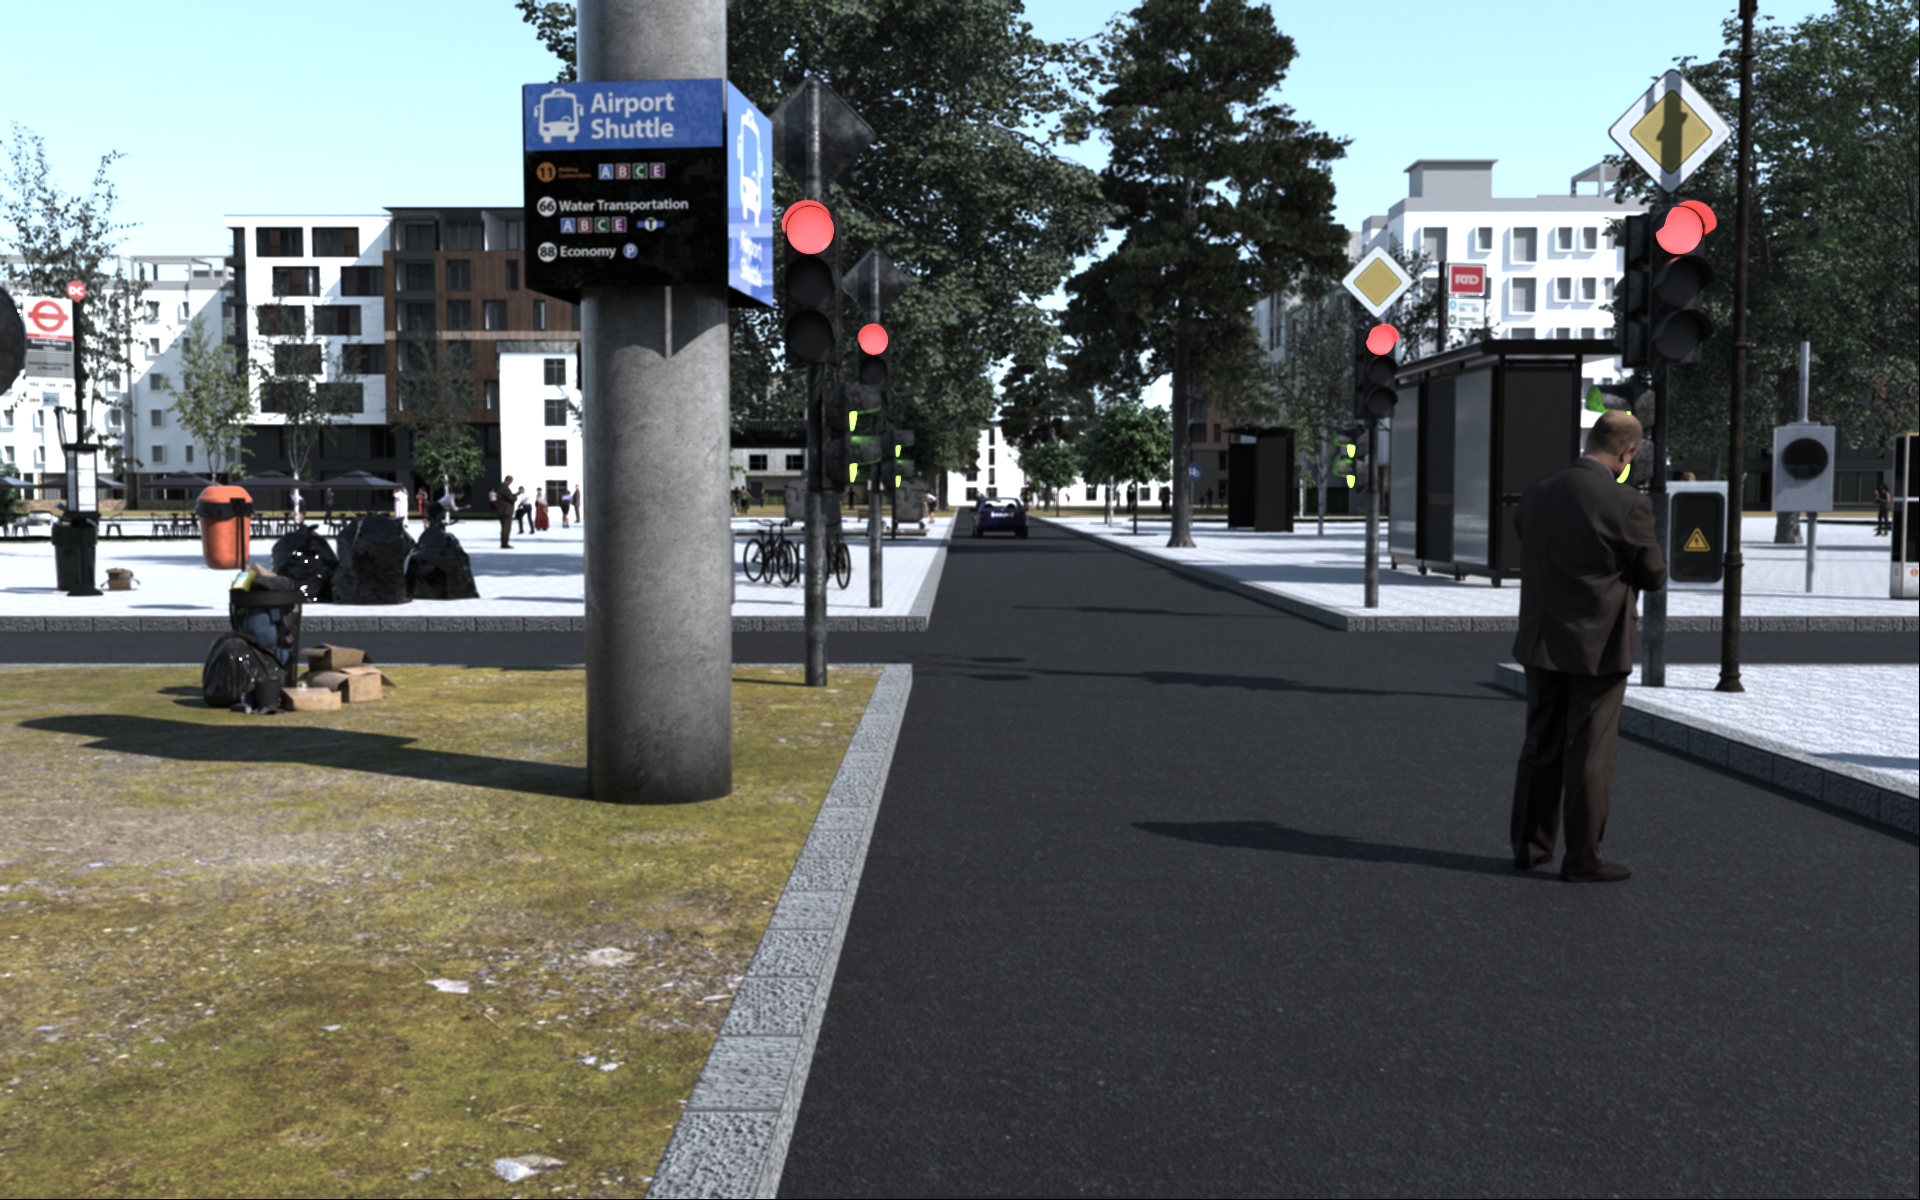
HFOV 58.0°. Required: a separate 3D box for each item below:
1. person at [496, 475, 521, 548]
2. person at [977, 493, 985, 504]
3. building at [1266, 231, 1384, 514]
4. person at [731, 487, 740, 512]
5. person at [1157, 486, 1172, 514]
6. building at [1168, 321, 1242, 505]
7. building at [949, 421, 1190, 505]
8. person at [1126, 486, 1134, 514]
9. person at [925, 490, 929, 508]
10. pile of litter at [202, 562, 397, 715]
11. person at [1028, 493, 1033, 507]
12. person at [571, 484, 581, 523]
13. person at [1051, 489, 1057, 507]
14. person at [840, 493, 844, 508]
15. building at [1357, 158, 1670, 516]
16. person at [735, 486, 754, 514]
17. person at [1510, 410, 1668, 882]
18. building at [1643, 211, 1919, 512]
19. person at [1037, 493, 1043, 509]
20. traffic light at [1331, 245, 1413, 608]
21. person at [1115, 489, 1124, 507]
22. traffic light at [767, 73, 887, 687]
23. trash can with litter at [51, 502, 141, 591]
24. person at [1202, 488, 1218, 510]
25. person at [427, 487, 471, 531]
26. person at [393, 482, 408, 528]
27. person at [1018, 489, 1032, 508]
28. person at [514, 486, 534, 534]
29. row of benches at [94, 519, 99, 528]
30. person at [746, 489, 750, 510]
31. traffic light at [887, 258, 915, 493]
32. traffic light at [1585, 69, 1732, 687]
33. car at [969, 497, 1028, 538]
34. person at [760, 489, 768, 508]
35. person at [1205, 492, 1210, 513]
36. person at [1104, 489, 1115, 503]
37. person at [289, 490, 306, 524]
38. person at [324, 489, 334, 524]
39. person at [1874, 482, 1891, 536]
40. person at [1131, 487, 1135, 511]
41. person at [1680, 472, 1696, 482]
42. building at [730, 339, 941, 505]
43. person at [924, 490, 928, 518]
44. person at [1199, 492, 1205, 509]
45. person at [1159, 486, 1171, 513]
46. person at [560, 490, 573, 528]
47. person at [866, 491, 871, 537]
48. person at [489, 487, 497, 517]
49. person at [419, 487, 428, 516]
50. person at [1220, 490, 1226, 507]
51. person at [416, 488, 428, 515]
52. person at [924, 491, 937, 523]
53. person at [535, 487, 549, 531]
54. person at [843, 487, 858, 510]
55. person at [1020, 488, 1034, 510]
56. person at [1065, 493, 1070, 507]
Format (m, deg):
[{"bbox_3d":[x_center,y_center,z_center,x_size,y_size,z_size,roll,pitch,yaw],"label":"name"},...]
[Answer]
[{"bbox_3d":[-10.649,-2.089,40.884,0.565,1.739,0.600,2,4,34],"label":"person"},{"bbox_3d":[1.087,-4.823,90.057,0.574,1.496,0.600,0,4,-5],"label":"person"},{"bbox_3d":[33.140,-15.809,124.928,16.747,18.905,31.486,0,3,0],"label":"building"},{"bbox_3d":[-15.701,-7.091,121.999,1.348,1.822,0.705,1,4,20],"label":"person"},{"bbox_3d":[13.391,-6.482,111.962,1.348,1.831,0.705,0,4,-8],"label":"person"},{"bbox_3d":[43.356,-22.473,211.415,32.646,21.610,27.936,0,3,0],"label":"building"},{"bbox_3d":[12.620,-15.902,202.149,28.070,9.664,9.099,0,3,0],"label":"building"},{"bbox_3d":[10.900,-6.463,111.338,0.705,1.869,1.348,1,4,18],"label":"person"},{"bbox_3d":[-3.086,-9.139,155.914,0.683,1.767,0.568,1,4,14],"label":"person"},{"bbox_3d":[-4.108,0.186,10.916,1.176,0.858,1.719,1,4,11],"label":"pile of litter"},{"bbox_3d":[6.984,-10.077,172.273,0.593,1.643,0.415,1,4,9],"label":"person"},{"bbox_3d":[-17.260,-4.359,77.870,0.434,1.755,0.990,0,4,-8],"label":"person"},{"bbox_3d":[9.133,-9.931,168.948,0.617,1.759,0.750,-1,4,-16],"label":"person"},{"bbox_3d":[-10.717,-9.078,155.382,0.541,1.710,0.530,1,4,22],"label":"person"},{"bbox_3d":[32.396,-15.112,103.499,16.016,20.091,11.380,0,3,0],"label":"building"},{"bbox_3d":[-14.139,-6.559,113.292,1.348,1.823,0.705,1,4,15],"label":"person"},{"bbox_3d":[2.367,0.163,6.525,0.565,1.739,0.600,2,4,29],"label":"person"},{"bbox_3d":[65.636,-17.993,138.156,32.646,21.610,27.936,0,3,0],"label":"building"},{"bbox_3d":[6.630,-8.394,143.149,0.599,1.838,0.709,0,4,5],"label":"person"},{"bbox_3d":[4.628,-1.848,19.456,0.839,4.213,0.868,0,3,0],"label":"traffic light"},{"bbox_3d":[15.632,-10.058,170.580,0.705,1.814,1.350,-2,4,-31],"label":"person"},{"bbox_3d":[-0.945,-1.359,11.463,0.839,4.213,0.868,0,3,0],"label":"traffic light"},{"bbox_3d":[-11.511,-0.714,23.064,1.055,1.170,0.624,-1,4,-22],"label":"trash can with litter"},{"bbox_3d":[20.226,-8.210,140.292,1.348,1.822,0.705,1,4,18],"label":"person"},{"bbox_3d":[-10.949,-1.698,36.991,0.628,1.438,0.799,3,4,37],"label":"person"},{"bbox_3d":[-21.299,-3.622,65.934,0.551,1.740,0.621,-2,4,-31],"label":"person"},{"bbox_3d":[6.169,-9.700,164.727,1.348,1.812,0.705,1,4,13],"label":"person"},{"bbox_3d":[-13.990,-2.896,55.598,0.590,1.554,0.614,0,4,7],"label":"person"},{"bbox_3d":[-30.422,-2.738,60.231,1.422,0.672,4.104,-2,4,-29],"label":"row of benches"},{"bbox_3d":[-17.733,-8.395,144.016,0.721,1.735,1.217,0,4,3],"label":"person"},{"bbox_3d":[-0.933,-1.847,19.448,0.839,4.213,0.868,0,3,0],"label":"traffic light"},{"bbox_3d":[4.616,-1.359,11.471,0.839,4.213,0.868,0,3,0],"label":"traffic light"},{"bbox_3d":[1.305,-2.750,57.547,1.945,1.354,3.894,0,4,-2],"label":"car"},{"bbox_3d":[-18.505,-9.602,163.564,0.750,1.759,0.617,-1,4,-14],"label":"person"},{"bbox_3d":[17.092,-6.717,119.095,0.599,1.433,0.991,1,4,10],"label":"person"},{"bbox_3d":[14.520,-9.885,168.378,1.217,1.736,0.721,2,4,35],"label":"person"},{"bbox_3d":[-26.644,-3.694,69.665,0.697,1.427,0.421,1,4,13],"label":"person"},{"bbox_3d":[-26.499,-4.024,72.753,0.530,1.710,0.541,0,4,-7],"label":"person"},{"bbox_3d":[28.102,-2.772,52.833,0.415,1.643,0.593,-2,4,-29],"label":"person"},{"bbox_3d":[12.947,-7.591,130.178,0.705,1.821,1.348,1,4,11],"label":"person"},{"bbox_3d":[10.774,-1.111,25.910,0.444,1.614,0.593,0,4,-1],"label":"person"},{"bbox_3d":[-17.270,-20.743,205.597,31.486,18.905,16.747,0,3,0],"label":"building"},{"bbox_3d":[-1.980,-5.262,94.132,0.516,1.574,0.319,-1,4,-18],"label":"person"},{"bbox_3d":[20.189,-8.302,144.969,0.628,1.438,0.799,0,4,-8],"label":"person"},{"bbox_3d":[14.177,-6.981,120.274,0.705,1.812,1.348,-2,4,-33],"label":"person"},{"bbox_3d":[-14.711,-3.392,64.728,0.421,1.427,0.697,0,4,5],"label":"person"},{"bbox_3d":[-2.594,-2.604,51.165,0.613,1.512,0.480,3,5,40],"label":"person"},{"bbox_3d":[-24.545,-5.130,91.376,0.566,1.644,0.517,-1,4,-13],"label":"person"},{"bbox_3d":[-28.266,-5.113,91.102,0.593,1.643,0.415,1,4,16],"label":"person"},{"bbox_3d":[26.043,-10.071,171.529,0.721,1.723,1.217,-1,4,-11],"label":"person"},{"bbox_3d":[-29.468,-5.329,94.870,0.593,1.614,0.444,0,4,4],"label":"person"},{"bbox_3d":[-1.365,-4.065,75.701,0.628,1.438,0.799,1,4,12],"label":"person"},{"bbox_3d":[-14.629,-3.180,60.509,0.523,1.526,0.387,-3,5,-43],"label":"person"},{"bbox_3d":[-9.048,-8.447,143.787,1.348,1.869,0.705,2,4,24],"label":"person"},{"bbox_3d":[5.345,-8.041,138.239,1.217,1.735,0.721,1,4,23],"label":"person"},{"bbox_3d":[10.633,-9.921,171.434,0.628,1.438,0.799,0,4,1],"label":"person"}]
